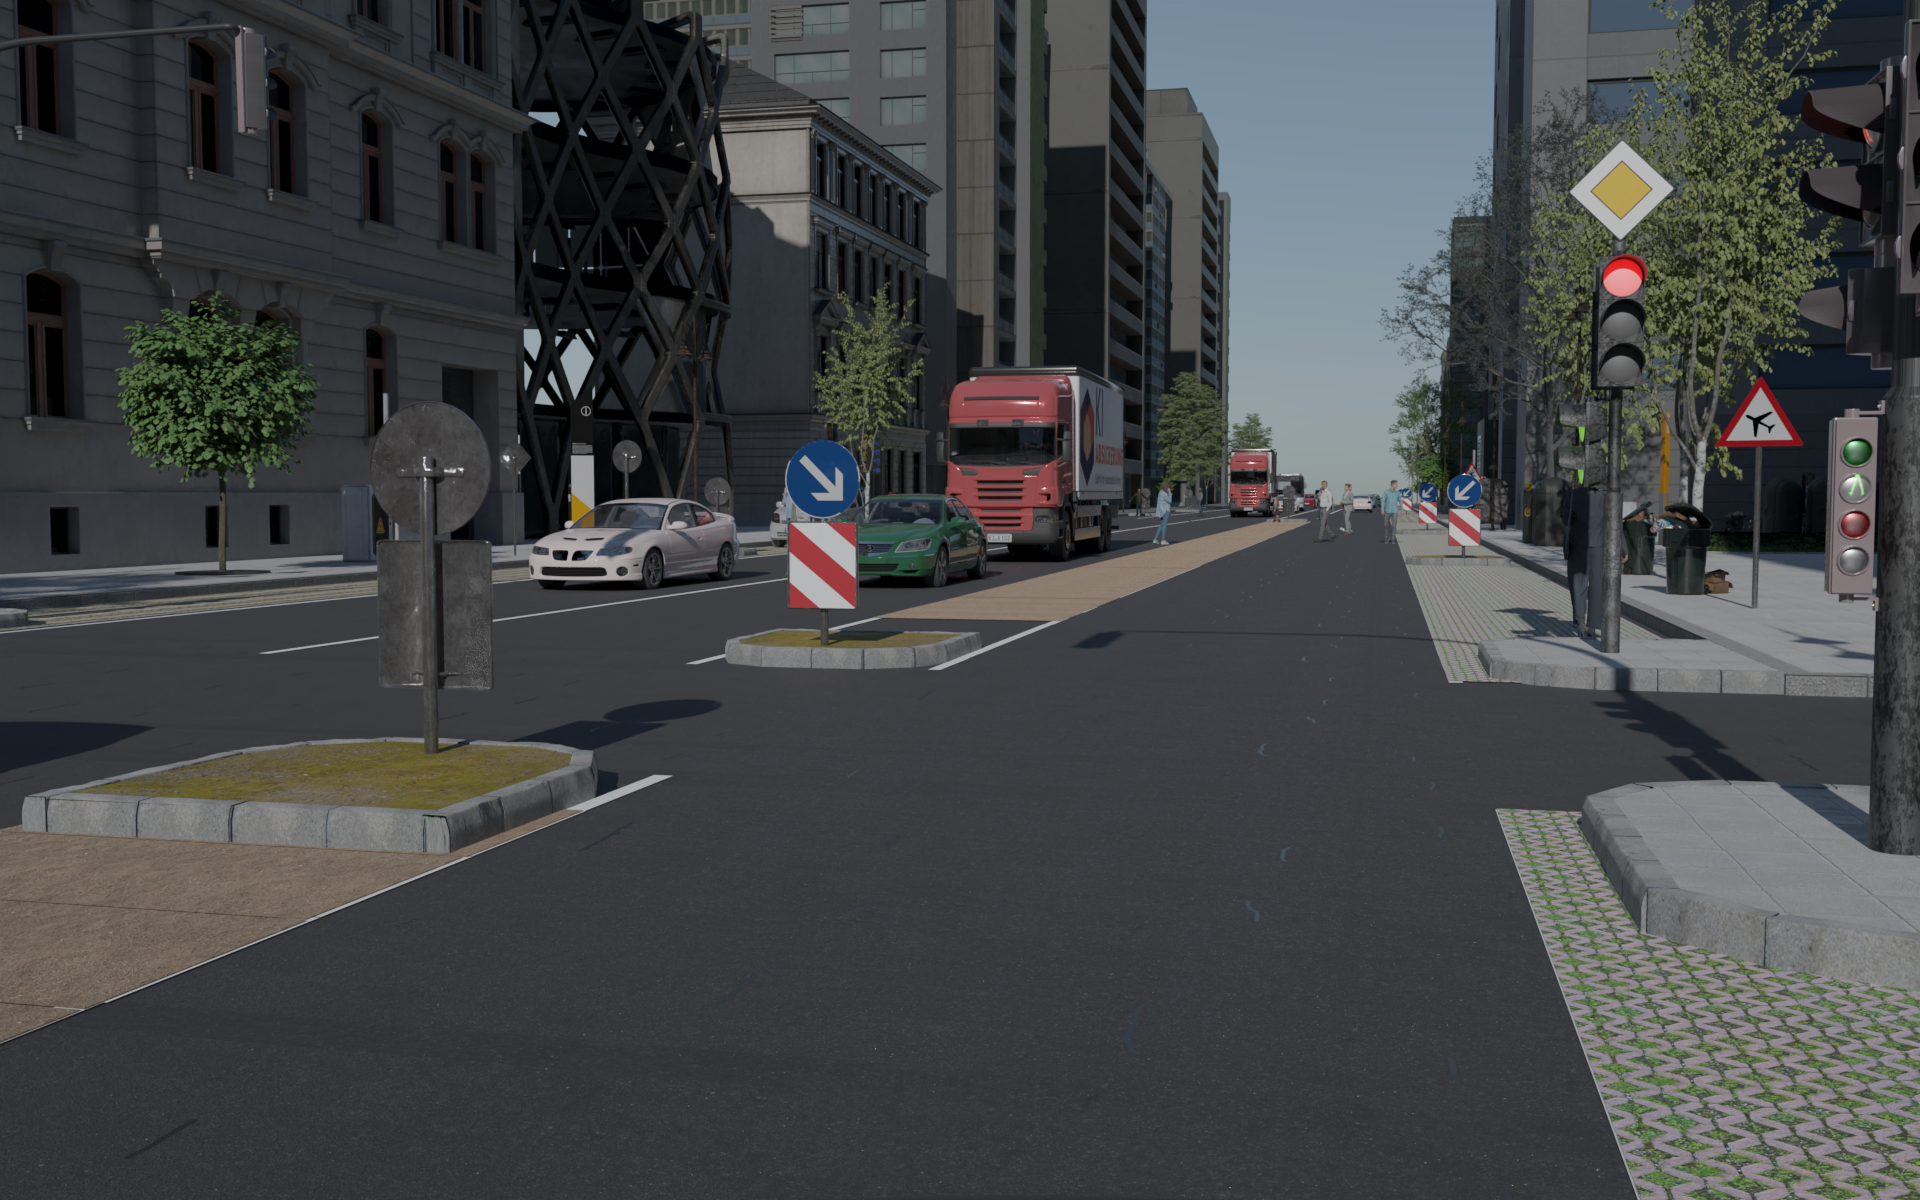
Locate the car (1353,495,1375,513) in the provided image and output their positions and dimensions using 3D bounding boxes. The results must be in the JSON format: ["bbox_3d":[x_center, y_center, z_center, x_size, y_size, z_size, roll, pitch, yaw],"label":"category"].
[{"bbox_3d":[31.199,-7.491,134.832,2.083,1.381,4.827,1,4,14],"label":"car"}]

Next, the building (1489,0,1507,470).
[{"bbox_3d":[48.283,-31.775,108.757,28.713,52.752,27.495,1,4,14],"label":"building"}]

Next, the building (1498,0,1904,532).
[{"bbox_3d":[32.948,-32.239,69.105,21.231,58.520,28.212,1,4,14],"label":"building"}]

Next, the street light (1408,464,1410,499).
[{"bbox_3d":[56.300,-14.847,215.530,0.468,5.910,1.993,1,4,14],"label":"street light"}]

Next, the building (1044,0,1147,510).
[{"bbox_3d":[3.270,-31.733,142.537,21.300,48.544,21.600,1,4,14],"label":"building"}]

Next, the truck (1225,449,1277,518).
[{"bbox_3d":[18.479,-7.356,109.182,2.839,4.237,11.283,1,4,13],"label":"truck"}]

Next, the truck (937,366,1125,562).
[{"bbox_3d":[1.887,-3.141,40.268,2.839,4.237,11.283,1,4,12],"label":"truck"}]

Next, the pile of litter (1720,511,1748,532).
[{"bbox_3d":[19.796,-1.874,44.610,1.176,0.858,1.719,-1,4,-9],"label":"pile of litter"}]

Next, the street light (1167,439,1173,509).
[{"bbox_3d":[17.606,-10.531,144.973,0.468,5.910,1.993,1,4,14],"label":"street light"}]

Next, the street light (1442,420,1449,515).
[{"bbox_3d":[30.304,-8.285,108.239,0.468,5.910,1.993,1,4,14],"label":"street light"}]

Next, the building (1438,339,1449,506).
[{"bbox_3d":[70.159,-21.705,199.923,27.650,21.520,28.899,1,4,14],"label":"building"}]

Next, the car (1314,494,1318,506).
[{"bbox_3d":[42.583,-12.345,210.638,1.959,1.807,4.718,1,4,15],"label":"car"}]

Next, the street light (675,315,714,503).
[{"bbox_3d":[-6.849,-4.406,44.833,0.468,5.910,1.993,1,4,14],"label":"street light"}]

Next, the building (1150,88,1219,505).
[{"bbox_3d":[19.912,-36.013,212.519,21.300,48.544,21.600,1,4,14],"label":"building"}]

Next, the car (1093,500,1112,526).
[{"bbox_3d":[4.955,-3.545,69.756,2.131,1.459,4.920,1,4,15],"label":"car"}]

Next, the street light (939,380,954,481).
[{"bbox_3d":[-0.475,-5.976,70.495,0.468,5.910,1.993,1,4,14],"label":"street light"}]

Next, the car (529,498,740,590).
[{"bbox_3d":[-5.086,-0.933,27.614,2.083,1.381,4.827,1,4,15],"label":"car"}]

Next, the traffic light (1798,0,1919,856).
[{"bbox_3d":[1.308,-1.947,6.504,4.771,5.953,1.251,1,4,14],"label":"traffic light"}]

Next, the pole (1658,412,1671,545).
[{"bbox_3d":[17.583,-3.021,43.233,0.158,3.312,0.155,0,3,0],"label":"pole"}]

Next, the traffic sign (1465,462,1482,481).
[{"bbox_3d":[20.882,-4.326,70.732,0.884,2.594,0.081,1,4,14],"label":"traffic sign"}]

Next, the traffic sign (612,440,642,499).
[{"bbox_3d":[-7.880,-2.498,40.944,0.768,2.556,0.104,1,4,18],"label":"traffic sign"}]

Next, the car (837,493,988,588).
[{"bbox_3d":[-0.798,-1.003,28.198,2.131,1.459,4.920,1,4,13],"label":"car"}]

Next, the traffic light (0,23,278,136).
[{"bbox_3d":[-9.140,-2.614,17.411,4.771,5.953,1.251,1,4,14],"label":"traffic light"}]

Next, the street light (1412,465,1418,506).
[{"bbox_3d":[49.977,-13.239,189.240,0.468,5.910,1.993,1,4,14],"label":"street light"}]

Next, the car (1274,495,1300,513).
[{"bbox_3d":[25.160,-7.407,133.467,2.083,1.381,4.827,1,4,14],"label":"car"}]

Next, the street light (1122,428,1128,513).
[{"bbox_3d":[11.243,-8.941,118.977,0.468,5.910,1.993,1,4,14],"label":"street light"}]

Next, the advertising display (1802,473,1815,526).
[{"bbox_3d":[25.599,-2.881,52.312,0.123,1.923,0.974,3,5,40],"label":"advertising display"}]

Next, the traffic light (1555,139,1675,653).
[{"bbox_3d":[5.246,-1.528,13.912,0.839,4.253,0.868,1,4,14],"label":"traffic light"}]

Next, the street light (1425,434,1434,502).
[{"bbox_3d":[36.463,-9.870,134.155,0.468,5.910,1.993,1,4,14],"label":"street light"}]

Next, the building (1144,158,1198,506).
[{"bbox_3d":[9.659,-30.575,191.775,32.217,40.220,23.993,1,4,14],"label":"building"}]

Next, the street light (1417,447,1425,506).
[{"bbox_3d":[42.792,-11.452,160.034,0.468,5.910,1.993,1,4,14],"label":"street light"}]

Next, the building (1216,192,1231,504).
[{"bbox_3d":[28.045,-33.390,229.523,14.154,41.232,14.086,1,4,14],"label":"building"}]

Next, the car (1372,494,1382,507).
[{"bbox_3d":[44.910,-10.801,188.386,2.131,1.459,4.920,1,4,15],"label":"car"}]

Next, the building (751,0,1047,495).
[{"bbox_3d":[-3.164,-25.473,100.084,14.154,41.232,14.086,1,4,14],"label":"building"}]

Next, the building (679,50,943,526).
[{"bbox_3d":[-8.239,-13.021,77.526,10.561,19.102,19.286,1,4,14],"label":"building"}]

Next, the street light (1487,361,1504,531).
[{"bbox_3d":[18.550,-5.343,60.139,0.468,5.910,1.993,1,4,14],"label":"street light"}]

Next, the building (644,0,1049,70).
[{"bbox_3d":[-8.102,-26.296,121.825,32.217,40.220,23.993,1,4,14],"label":"building"}]

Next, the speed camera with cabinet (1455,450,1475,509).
[{"bbox_3d":[23.015,-5.162,78.734,0.660,3.252,2.038,0,4,5],"label":"speed camera with cabinet"}]

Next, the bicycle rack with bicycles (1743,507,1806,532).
[{"bbox_3d":[22.839,-2.093,47.606,2.925,0.926,2.852,-1,4,-13],"label":"bicycle rack with bicycles"}]

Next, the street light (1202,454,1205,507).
[{"bbox_3d":[24.521,-12.314,174.113,0.468,5.910,1.993,1,4,14],"label":"street light"}]

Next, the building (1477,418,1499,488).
[{"bbox_3d":[54.071,-50.417,136.988,22.319,86.520,31.000,1,4,14],"label":"building"}]

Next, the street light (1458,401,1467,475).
[{"bbox_3d":[24.835,-6.914,85.824,0.468,5.910,1.993,1,4,14],"label":"street light"}]

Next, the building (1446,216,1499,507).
[{"bbox_3d":[58.159,-25.001,180.467,14.160,30.474,14.107,1,4,14],"label":"building"}]

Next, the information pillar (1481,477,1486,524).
[{"bbox_3d":[22.180,-4.241,73.829,0.304,2.012,0.304,-3,5,-44],"label":"information pillar"}]

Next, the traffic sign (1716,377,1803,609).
[{"bbox_3d":[8.907,-1.183,19.342,0.884,2.594,0.081,1,4,22],"label":"traffic sign"}]

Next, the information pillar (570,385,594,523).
[{"bbox_3d":[-8.134,-2.815,37.387,0.504,3.616,0.183,-1,4,-15],"label":"information pillar"}]

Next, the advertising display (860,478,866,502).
[{"bbox_3d":[-4.103,-4.021,70.952,0.974,1.923,0.123,-3,4,-37],"label":"advertising display"}]

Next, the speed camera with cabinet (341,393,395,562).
[{"bbox_3d":[-11.198,-2.391,33.435,0.660,3.252,2.038,1,4,8],"label":"speed camera with cabinet"}]

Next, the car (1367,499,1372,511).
[{"bbox_3d":[33.724,-8.183,146.151,2.083,1.381,4.827,1,4,13],"label":"car"}]

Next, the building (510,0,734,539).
[{"bbox_3d":[-16.091,-11.448,54.635,16.820,18.784,16.811,1,4,14],"label":"building"}]

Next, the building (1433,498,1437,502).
[{"bbox_3d":[78.069,-32.621,225.241,32.217,40.220,23.993,1,4,14],"label":"building"}]

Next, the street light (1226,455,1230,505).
[{"bbox_3d":[30.898,-13.884,199.784,0.468,5.910,1.993,1,4,14],"label":"street light"}]

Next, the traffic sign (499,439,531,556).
[{"bbox_3d":[-9.274,-2.132,36.051,0.795,2.450,0.064,1,4,22],"label":"traffic sign"}]

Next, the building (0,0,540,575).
[{"bbox_3d":[-19.837,-15.099,34.253,14.401,28.519,23.554,1,4,14],"label":"building"}]

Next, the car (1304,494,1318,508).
[{"bbox_3d":[34.828,-10.069,173.668,2.155,1.783,4.494,1,4,13],"label":"car"}]

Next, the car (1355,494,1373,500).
[{"bbox_3d":[36.271,-8.972,156.482,2.009,1.686,4.222,1,4,13],"label":"car"}]

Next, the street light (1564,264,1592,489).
[{"bbox_3d":[12.291,-3.771,34.449,0.468,5.910,1.993,1,4,14],"label":"street light"}]
